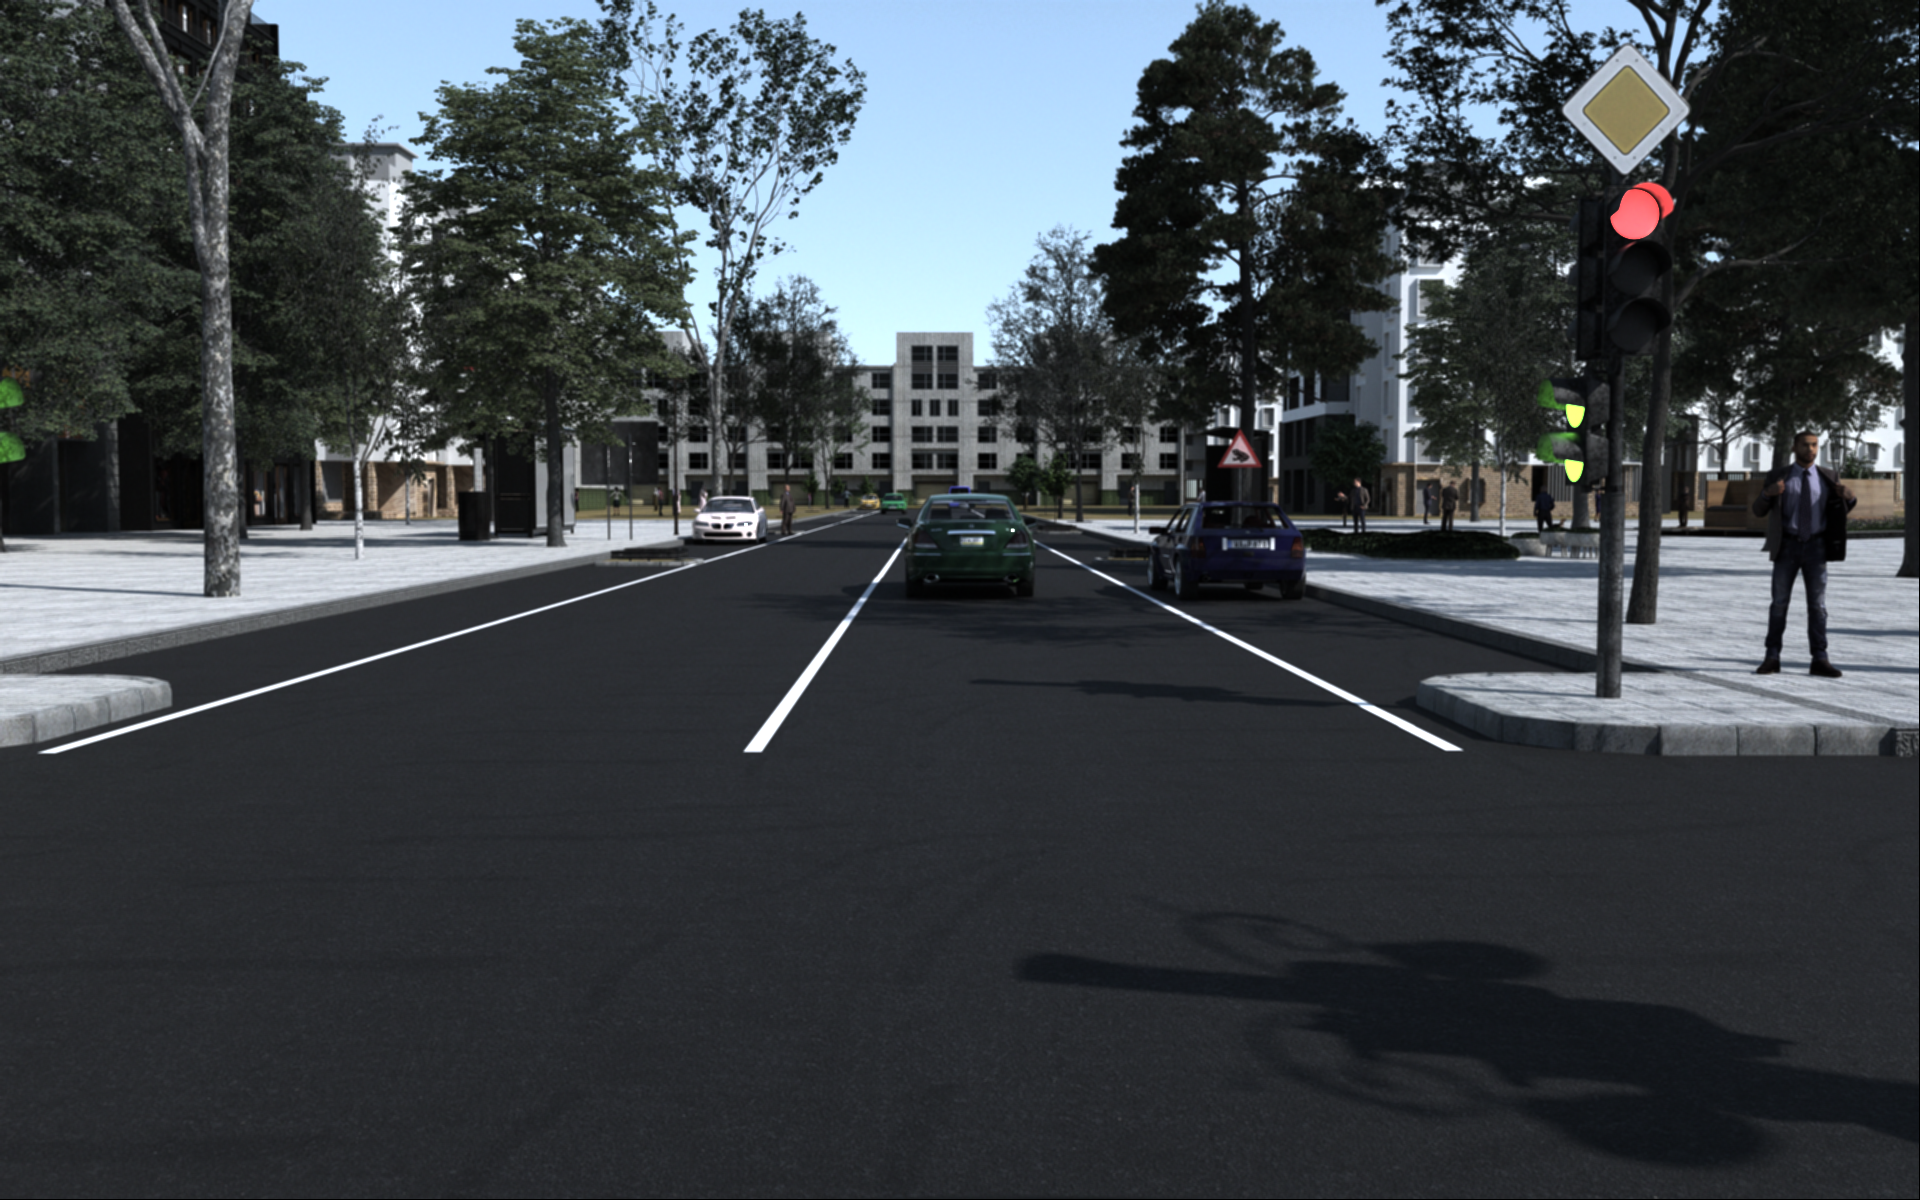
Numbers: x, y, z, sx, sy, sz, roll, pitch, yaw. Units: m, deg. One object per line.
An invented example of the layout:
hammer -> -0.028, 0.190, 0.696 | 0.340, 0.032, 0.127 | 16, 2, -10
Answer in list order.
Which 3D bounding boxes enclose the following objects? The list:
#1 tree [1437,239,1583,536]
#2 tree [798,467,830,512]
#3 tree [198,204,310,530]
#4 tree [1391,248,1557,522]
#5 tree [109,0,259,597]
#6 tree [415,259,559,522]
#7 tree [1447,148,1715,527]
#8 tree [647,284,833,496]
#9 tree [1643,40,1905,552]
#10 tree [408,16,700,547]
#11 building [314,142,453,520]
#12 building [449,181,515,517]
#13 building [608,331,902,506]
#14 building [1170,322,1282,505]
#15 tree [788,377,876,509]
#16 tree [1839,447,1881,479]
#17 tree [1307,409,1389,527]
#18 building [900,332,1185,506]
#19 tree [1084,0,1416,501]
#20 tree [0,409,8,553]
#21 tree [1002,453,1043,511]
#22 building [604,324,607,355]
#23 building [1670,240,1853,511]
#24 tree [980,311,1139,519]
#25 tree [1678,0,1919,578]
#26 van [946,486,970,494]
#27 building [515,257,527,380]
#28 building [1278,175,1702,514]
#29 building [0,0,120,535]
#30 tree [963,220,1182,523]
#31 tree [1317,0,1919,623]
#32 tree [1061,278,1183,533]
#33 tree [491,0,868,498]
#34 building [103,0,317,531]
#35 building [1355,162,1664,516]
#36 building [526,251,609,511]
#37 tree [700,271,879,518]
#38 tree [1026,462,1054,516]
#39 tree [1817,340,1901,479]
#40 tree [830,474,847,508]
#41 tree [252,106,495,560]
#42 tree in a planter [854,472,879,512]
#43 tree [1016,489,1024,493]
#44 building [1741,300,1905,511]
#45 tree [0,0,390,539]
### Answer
tree -> 16.184, -6.133, 50.637 | 4.360, 8.622, 3.978 | 0, 3, 0
tree -> -10.680, -7.980, 125.069 | 1.663, 3.219, 1.824 | 0, 3, 0
tree -> -22.763, -8.741, 61.042 | 7.486, 12.596, 7.792 | 0, 3, 0
tree -> 23.697, -9.845, 79.093 | 7.486, 12.596, 7.792 | 0, 3, 0
tree -> -10.671, -10.132, 21.546 | 12.611, 20.169, 13.585 | 0, 3, 0
tree -> -21.567, -9.628, 79.469 | 6.751, 12.117, 7.091 | 0, 3, 0
tree -> 22.661, -9.539, 62.614 | 9.857, 13.997, 8.962 | 0, 3, 0
tree -> -10.164, -8.723, 77.033 | 7.601, 10.594, 8.767 | 3, 5, 42
tree -> 18.325, -7.111, 38.313 | 6.751, 12.117, 7.091 | 0, 3, 0
tree -> -9.898, -7.544, 41.472 | 7.486, 12.596, 7.792 | 0, 3, 0
building -> -36.674, -14.370, 91.371 | 16.016, 20.091, 11.380 | 0, 4, -1
building -> -35.999, -15.065, 102.739 | 16.016, 20.091, 11.380 | 0, 4, -1
building -> -22.787, -20.169, 196.222 | 31.486, 18.905, 16.747 | 0, 4, -1
building -> 30.223, -20.816, 196.769 | 11.380, 20.091, 16.016 | 0, 4, -1
tree -> -11.044, -13.443, 145.555 | 9.928, 11.665, 9.643 | 0, 3, 0
tree -> 35.925, -4.603, 69.853 | 1.663, 3.219, 1.824 | 0, 3, 0
tree -> 14.933, -5.100, 67.100 | 4.285, 4.588, 4.351 | 0, 3, 0
building -> 8.685, -20.250, 197.541 | 31.486, 18.905, 16.747 | 0, 4, -1
tree -> 7.221, -8.321, 43.465 | 7.806, 13.903, 7.818 | 0, 3, 0
tree -> -21.356, -7.999, 37.434 | 9.857, 13.997, 8.962 | 0, 3, 0
tree -> 5.083, -9.181, 133.822 | 4.285, 4.588, 4.351 | 0, 3, 0
building -> -44.369, -20.757, 195.788 | 11.380, 20.091, 16.016 | 0, 4, -1
building -> 59.988, -17.105, 136.090 | 11.380, 20.091, 16.016 | 0, 4, -1
tree -> 5.172, -9.478, 89.374 | 8.767, 10.594, 7.601 | 0, 4, 2
tree -> 14.911, -7.286, 26.557 | 7.806, 13.903, 7.818 | 0, 3, 0
van -> -0.041, -8.332, 140.614 | 2.240, 2.365, 5.245 | 0, 4, 0
building -> -37.107, -15.759, 114.085 | 16.016, 20.091, 11.380 | 0, 4, -1
building -> 37.188, -17.338, 127.446 | 27.936, 21.610, 32.646 | 0, 4, -1
building -> -33.700, -16.246, 43.112 | 11.434, 29.767, 29.804 | 0, 4, -1
tree -> 5.307, -10.267, 78.231 | 12.009, 13.543, 11.850 | 0, 3, 0
tree -> 7.089, -5.038, 16.779 | 7.601, 10.594, 8.767 | 1, 4, 9
tree -> 5.534, -6.472, 56.173 | 4.360, 8.622, 3.978 | 0, 3, 0
tree -> -10.317, -12.756, 64.448 | 12.611, 20.169, 13.585 | 0, 3, 0
building -> -34.006, -14.489, 66.573 | 12.332, 23.373, 15.834 | 0, 4, -1
building -> 32.433, -15.181, 104.630 | 16.016, 20.091, 11.380 | 0, 4, -1
building -> -44.888, -16.365, 134.031 | 31.486, 18.905, 16.747 | 0, 4, -1
tree -> -9.387, -11.281, 94.822 | 12.009, 13.543, 11.850 | 0, 3, 0
tree -> 5.090, -6.677, 103.762 | 1.663, 3.219, 1.824 | 0, 3, 0
tree -> 31.855, -6.867, 62.646 | 4.360, 8.622, 3.978 | 0, 3, 0
tree -> -11.334, -10.257, 162.302 | 1.663, 3.219, 1.824 | 0, 3, 0
tree -> -11.562, -5.096, 33.687 | 4.360, 8.622, 3.978 | 0, 3, 0
tree in a planter -> -7.586, -8.773, 140.660 | 1.991, 3.239, 1.994 | 0, 4, -1
tree -> 5.413, -9.309, 146.807 | 1.663, 3.219, 1.824 | 0, 3, 0
building -> 71.364, -17.127, 136.453 | 11.380, 20.091, 16.016 | 0, 4, -1
tree -> -20.960, -8.748, 49.680 | 9.857, 13.997, 8.962 | 0, 3, 0
